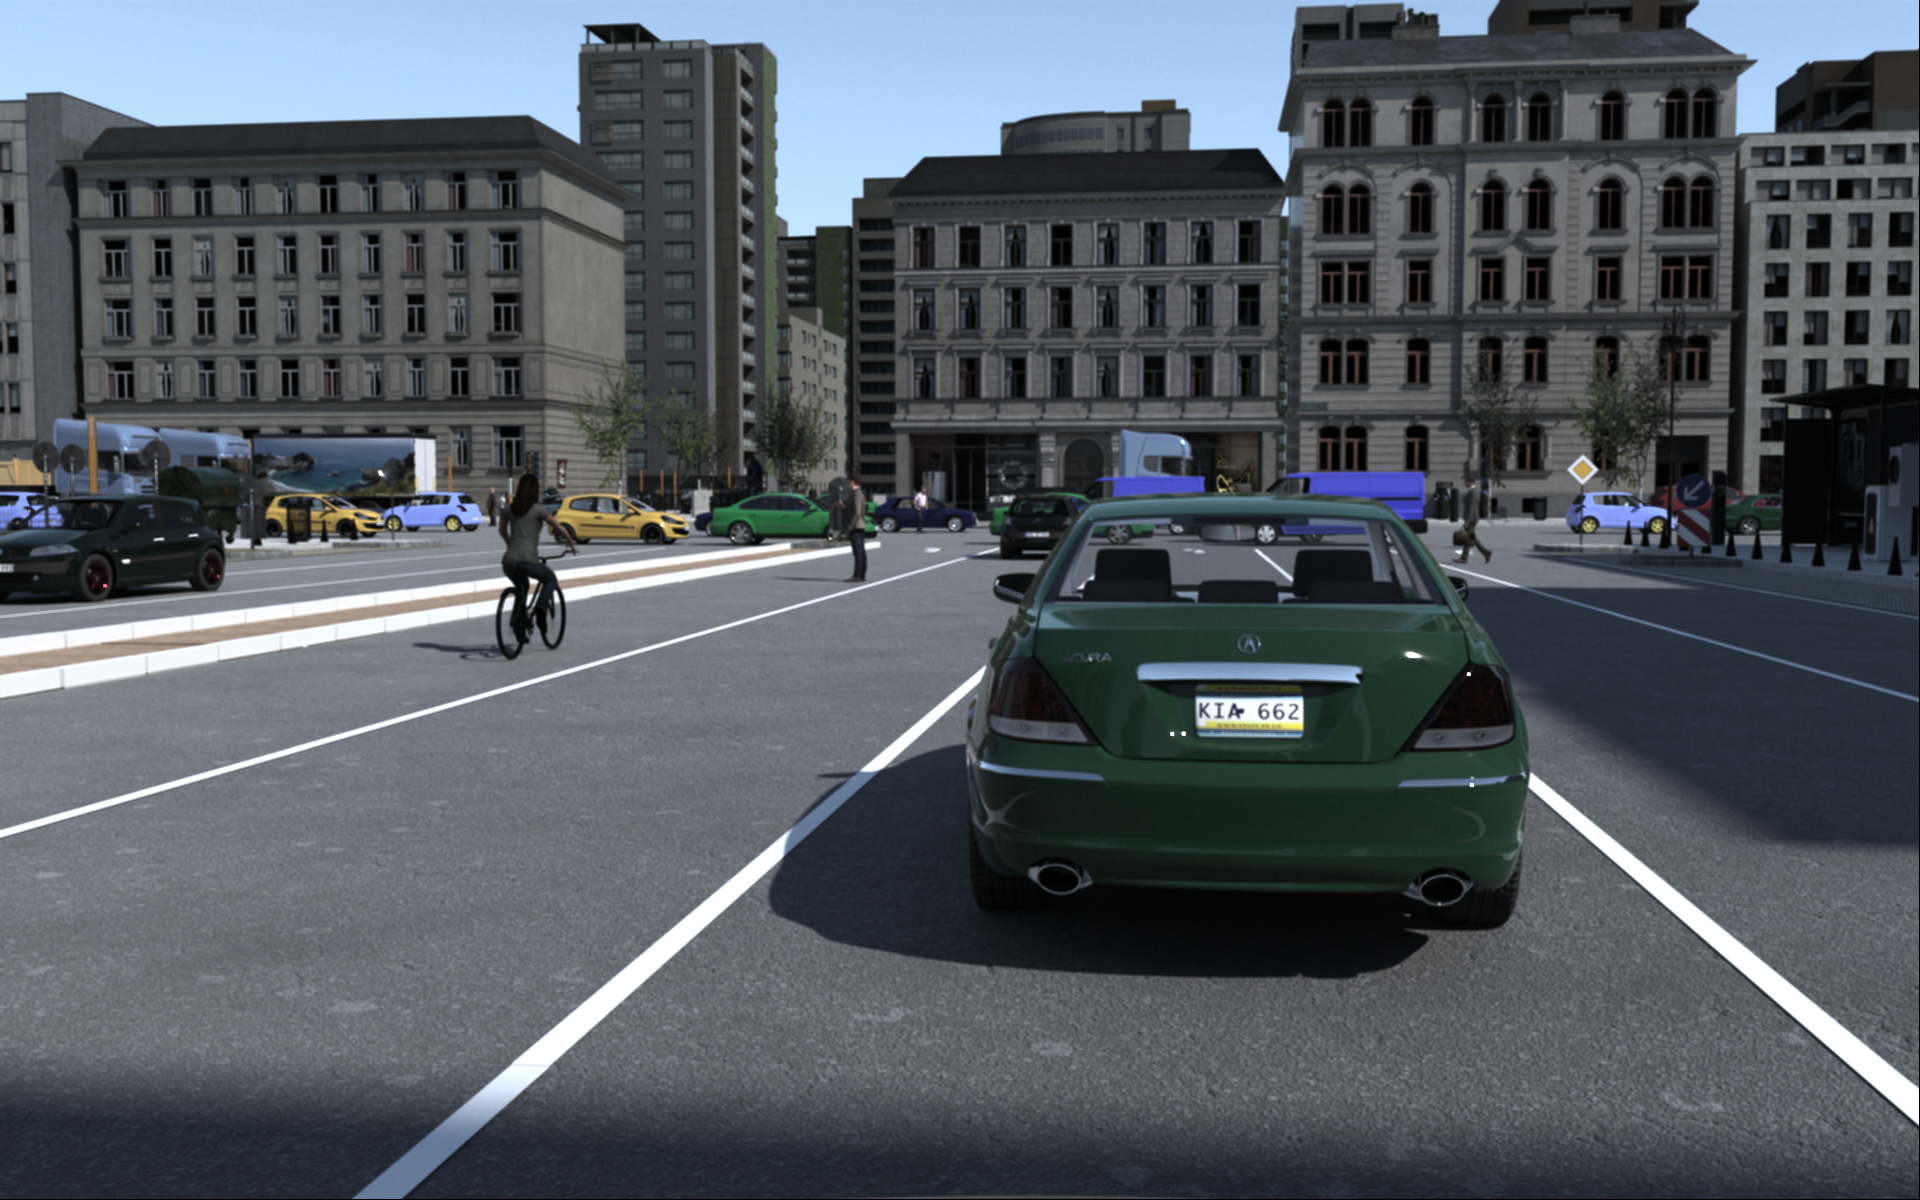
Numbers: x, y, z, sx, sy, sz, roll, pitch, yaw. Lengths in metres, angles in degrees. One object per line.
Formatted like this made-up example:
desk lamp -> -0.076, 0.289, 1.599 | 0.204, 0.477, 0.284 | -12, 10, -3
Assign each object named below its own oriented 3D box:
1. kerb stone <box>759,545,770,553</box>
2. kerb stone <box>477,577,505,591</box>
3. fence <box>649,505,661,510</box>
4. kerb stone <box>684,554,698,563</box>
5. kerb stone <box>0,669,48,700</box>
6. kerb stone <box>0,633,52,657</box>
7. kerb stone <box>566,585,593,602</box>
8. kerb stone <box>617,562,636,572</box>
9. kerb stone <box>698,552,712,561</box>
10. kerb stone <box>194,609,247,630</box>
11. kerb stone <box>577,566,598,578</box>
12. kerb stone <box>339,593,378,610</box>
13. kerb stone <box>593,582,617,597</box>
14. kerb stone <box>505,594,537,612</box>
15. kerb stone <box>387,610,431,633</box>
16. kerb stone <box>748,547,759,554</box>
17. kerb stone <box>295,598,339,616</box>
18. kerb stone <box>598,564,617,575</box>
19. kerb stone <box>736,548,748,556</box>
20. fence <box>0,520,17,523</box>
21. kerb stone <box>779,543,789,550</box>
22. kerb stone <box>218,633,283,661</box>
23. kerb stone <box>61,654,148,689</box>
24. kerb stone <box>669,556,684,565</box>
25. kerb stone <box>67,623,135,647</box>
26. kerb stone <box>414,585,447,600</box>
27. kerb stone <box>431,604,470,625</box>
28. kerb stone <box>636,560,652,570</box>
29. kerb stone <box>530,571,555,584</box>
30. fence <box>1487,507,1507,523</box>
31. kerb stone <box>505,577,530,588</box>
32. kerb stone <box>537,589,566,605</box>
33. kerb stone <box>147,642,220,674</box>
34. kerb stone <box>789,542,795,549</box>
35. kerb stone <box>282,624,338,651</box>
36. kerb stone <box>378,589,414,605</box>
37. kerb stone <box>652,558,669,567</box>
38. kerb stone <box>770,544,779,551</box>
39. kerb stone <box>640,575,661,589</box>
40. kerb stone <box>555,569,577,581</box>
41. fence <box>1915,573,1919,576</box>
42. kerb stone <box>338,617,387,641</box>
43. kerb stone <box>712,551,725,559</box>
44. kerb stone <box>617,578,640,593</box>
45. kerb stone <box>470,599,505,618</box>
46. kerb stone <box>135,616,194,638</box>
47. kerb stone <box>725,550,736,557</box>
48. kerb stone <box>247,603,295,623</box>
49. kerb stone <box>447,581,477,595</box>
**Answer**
kerb stone -> -4.876, -1.218, 42.153 | 0.120, 0.150, 1.000 | 0, 4, 8
kerb stone -> -7.050, -0.215, 25.742 | 0.120, 0.150, 1.000 | 0, 4, 8
fence -> -17.166, -4.874, 95.066 | 0.278, 0.683, 2.069 | 3, 4, 38
kerb stone -> -5.689, -0.839, 35.987 | 0.120, 0.150, 1.000 | 0, 4, 8
kerb stone -> -6.731, 0.610, 12.227 | 0.120, 0.150, 1.000 | 0, 4, 8
kerb stone -> -8.411, 0.407, 15.541 | 0.120, 0.150, 1.000 | 0, 4, 8
kerb stone -> -5.234, -0.078, 23.473 | 0.120, 0.150, 1.000 | 0, 4, 8
kerb stone -> -6.242, -0.594, 31.908 | 0.120, 0.150, 1.000 | 0, 4, 8
kerb stone -> -5.554, -0.905, 37.020 | 0.120, 0.150, 1.000 | 0, 4, 8
kerb stone -> -8.009, 0.222, 18.600 | 0.120, 0.150, 1.000 | 0, 4, 8
kerb stone -> -6.514, -0.469, 29.863 | 0.120, 0.150, 1.000 | 0, 4, 8
kerb stone -> -7.605, 0.033, 21.657 | 0.120, 0.150, 1.000 | 0, 4, 8
kerb stone -> -5.110, -0.141, 24.501 | 0.120, 0.150, 1.000 | 0, 4, 8
kerb stone -> -5.512, 0.047, 21.434 | 0.120, 0.150, 1.000 | 0, 4, 8
kerb stone -> -5.915, 0.234, 18.371 | 0.120, 0.150, 1.000 | 0, 4, 8
kerb stone -> -5.018, -1.158, 41.123 | 0.120, 0.150, 1.000 | 0, 4, 8
kerb stone -> -7.736, 0.099, 20.636 | 0.120, 0.150, 1.000 | 0, 4, 8
kerb stone -> -6.381, -0.528, 30.890 | 0.120, 0.150, 1.000 | 0, 4, 8
kerb stone -> -5.153, -1.088, 40.104 | 0.120, 0.150, 1.000 | 0, 4, 8
fence -> -20.089, -1.579, 37.014 | 2.264, 1.192, 0.480 | 0, 4, 1
kerb stone -> -4.613, -1.346, 44.196 | 0.120, 0.150, 1.000 | 0, 4, 8
kerb stone -> -6.325, 0.422, 15.302 | 0.120, 0.150, 1.000 | 0, 4, 8
kerb stone -> -6.587, 0.547, 13.254 | 0.120, 0.150, 1.000 | 0, 4, 8
kerb stone -> -5.832, -0.778, 34.969 | 0.120, 0.150, 1.000 | 0, 4, 8
kerb stone -> -8.271, 0.347, 16.559 | 0.120, 0.150, 1.000 | 0, 4, 8
kerb stone -> -7.327, -0.086, 23.693 | 0.120, 0.150, 1.000 | 0, 4, 8
kerb stone -> -5.779, 0.172, 19.391 | 0.120, 0.150, 1.000 | 0, 4, 8
kerb stone -> -6.111, -0.652, 32.934 | 0.120, 0.150, 1.000 | 0, 4, 8
kerb stone -> -6.783, -0.339, 27.794 | 0.120, 0.150, 1.000 | 0, 4, 8
fence -> 24.471, -3.871, 78.662 | 0.278, 0.683, 2.069 | 3, 4, 37
kerb stone -> -6.925, -0.279, 26.762 | 0.120, 0.150, 1.000 | 0, 4, 8
kerb stone -> -5.372, -0.013, 22.455 | 0.120, 0.150, 1.000 | 0, 4, 8
kerb stone -> -6.454, 0.487, 14.278 | 0.120, 0.150, 1.000 | 0, 4, 8
kerb stone -> -4.473, -1.407, 45.223 | 0.120, 0.150, 1.000 | 0, 4, 8
kerb stone -> -6.188, 0.359, 16.323 | 0.120, 0.150, 1.000 | 0, 4, 8
kerb stone -> -7.459, -0.029, 22.674 | 0.120, 0.150, 1.000 | 0, 4, 8
kerb stone -> -5.966, -0.719, 33.951 | 0.120, 0.150, 1.000 | 0, 4, 8
kerb stone -> -4.743, -1.279, 43.173 | 0.120, 0.150, 1.000 | 0, 4, 8
kerb stone -> -4.835, -0.266, 26.537 | 0.120, 0.150, 1.000 | 0, 4, 8
kerb stone -> -6.645, -0.405, 28.823 | 0.120, 0.150, 1.000 | 0, 4, 8
fence -> 16.001, -0.943, 26.617 | 2.264, 1.192, 0.480 | 2, 4, 27
kerb stone -> -6.054, 0.296, 17.353 | 0.120, 0.150, 1.000 | 0, 4, 8
kerb stone -> -5.417, -0.968, 38.047 | 0.120, 0.150, 1.000 | 0, 4, 8
kerb stone -> -4.968, -0.201, 25.519 | 0.120, 0.150, 1.000 | 0, 4, 8
kerb stone -> -5.641, 0.111, 20.410 | 0.120, 0.150, 1.000 | 0, 4, 8
kerb stone -> -8.142, 0.282, 17.581 | 0.120, 0.150, 1.000 | 0, 4, 8
kerb stone -> -5.294, -1.031, 39.075 | 0.120, 0.150, 1.000 | 0, 4, 8
kerb stone -> -7.873, 0.161, 19.618 | 0.120, 0.150, 1.000 | 0, 4, 8
kerb stone -> -7.194, -0.154, 24.711 | 0.120, 0.150, 1.000 | 0, 4, 8
